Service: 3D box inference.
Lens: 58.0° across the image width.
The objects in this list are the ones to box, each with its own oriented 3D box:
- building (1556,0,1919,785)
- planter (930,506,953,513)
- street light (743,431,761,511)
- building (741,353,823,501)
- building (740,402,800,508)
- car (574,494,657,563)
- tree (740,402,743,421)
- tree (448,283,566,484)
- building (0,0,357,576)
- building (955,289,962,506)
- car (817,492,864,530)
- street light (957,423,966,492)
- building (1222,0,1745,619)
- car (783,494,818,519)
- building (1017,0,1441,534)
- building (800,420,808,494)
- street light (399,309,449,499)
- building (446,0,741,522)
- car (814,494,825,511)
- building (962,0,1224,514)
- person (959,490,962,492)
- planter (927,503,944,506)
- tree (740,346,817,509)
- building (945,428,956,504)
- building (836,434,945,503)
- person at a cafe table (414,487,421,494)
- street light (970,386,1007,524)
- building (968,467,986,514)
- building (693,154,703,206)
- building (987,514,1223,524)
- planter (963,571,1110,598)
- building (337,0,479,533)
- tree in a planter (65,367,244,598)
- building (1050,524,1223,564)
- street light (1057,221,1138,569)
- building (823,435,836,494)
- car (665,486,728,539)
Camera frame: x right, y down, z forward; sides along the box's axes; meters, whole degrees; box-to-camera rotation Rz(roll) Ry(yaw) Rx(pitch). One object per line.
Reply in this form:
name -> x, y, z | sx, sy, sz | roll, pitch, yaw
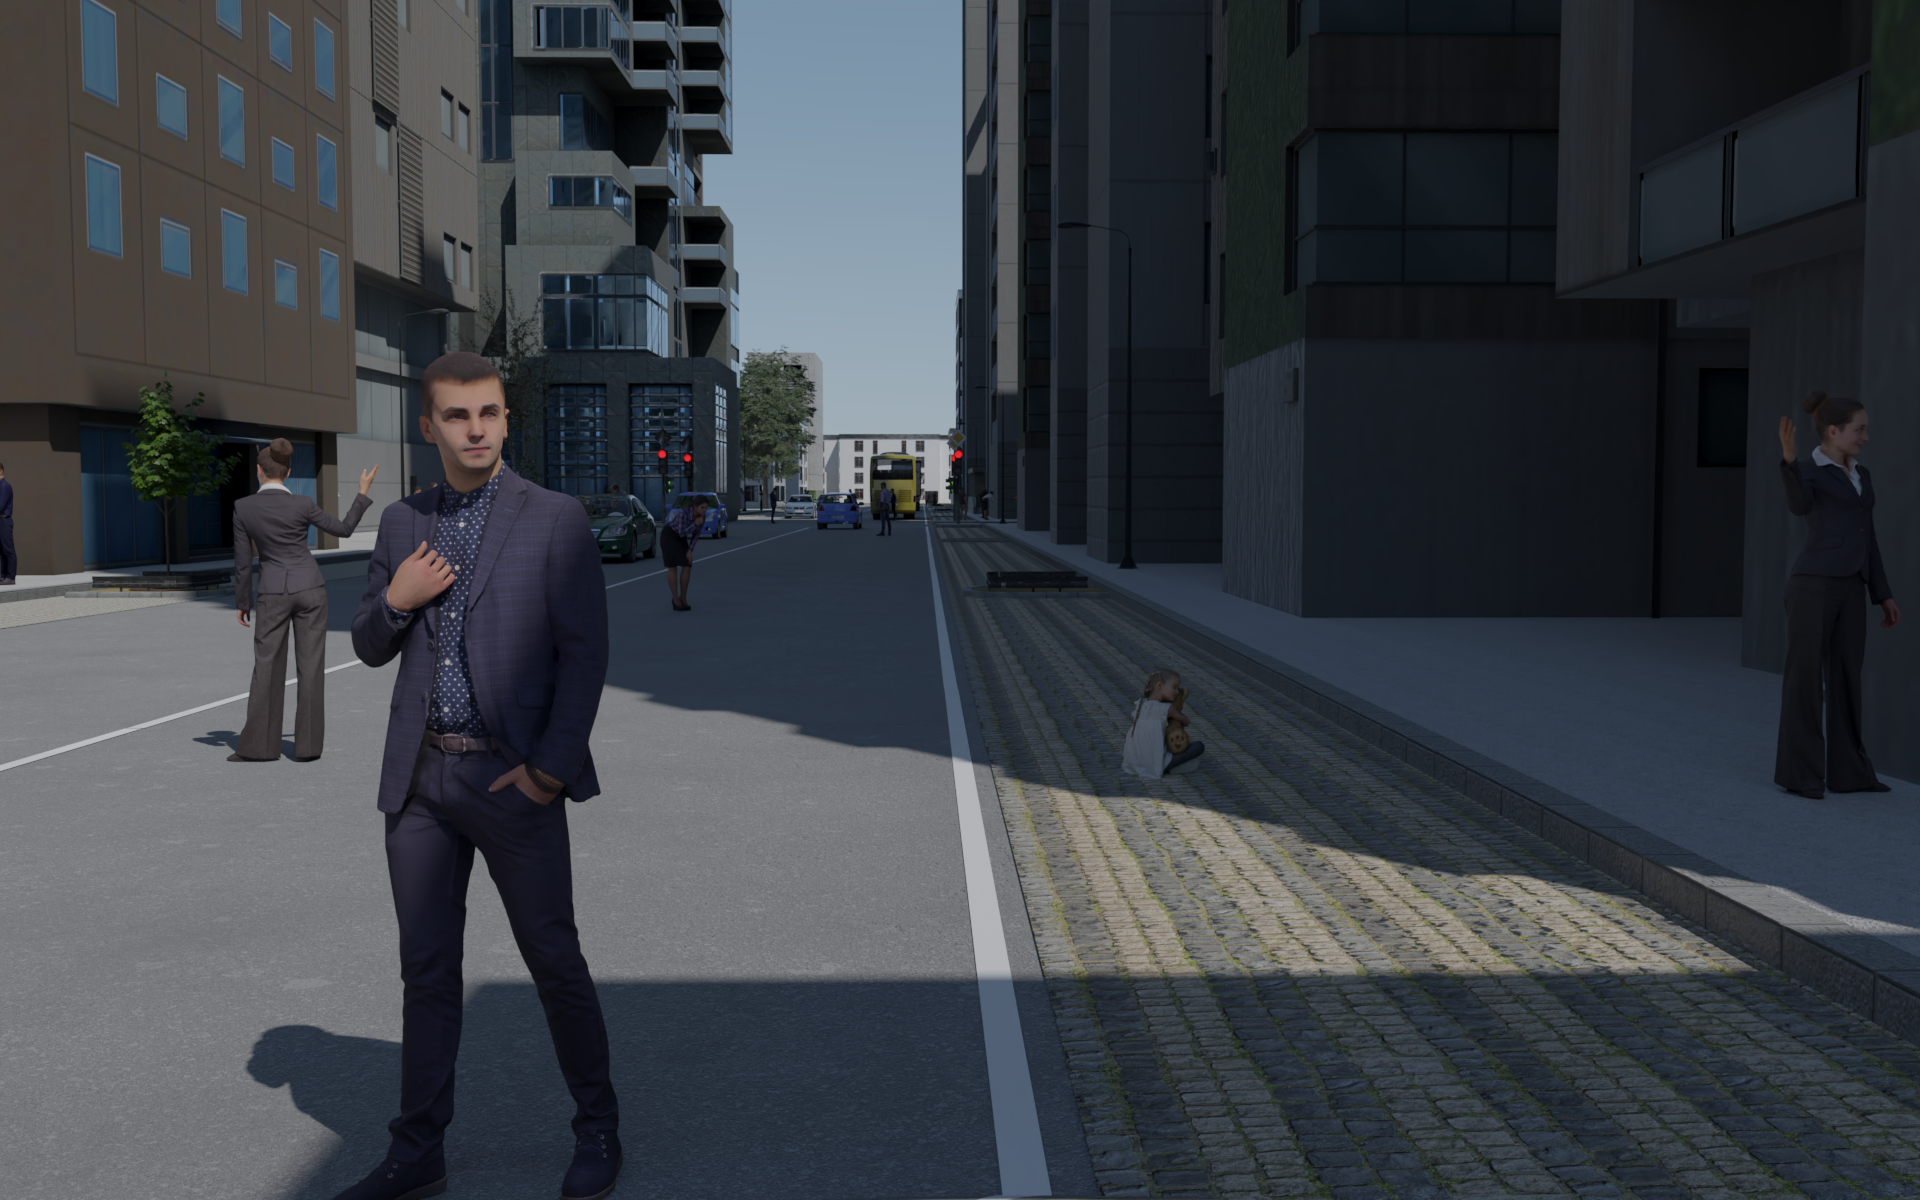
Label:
building -> 11.188, -19.890, 8.790 | 14.154, 41.232, 14.086 | 0, 4, -1
planter -> -1.368, -6.909, 134.094 | 1.991, 0.319, 1.994 | 0, 4, -1
street light -> -15.331, -9.495, 127.783 | 1.470, 5.913, 1.316 | 0, 4, -1
building -> -33.991, -21.904, 224.585 | 31.486, 18.905, 16.747 | 0, 4, -1
building -> -21.715, -14.034, 171.600 | 9.099, 9.664, 28.070 | 0, 4, -1
car -> -7.711, -1.567, 37.423 | 2.131, 1.459, 4.920 | 0, 4, -2
tree -> -16.397, -10.133, 116.038 | 4.737, 8.622, 4.395 | 0, 3, 0
tree -> -15.449, -6.693, 59.788 | 4.360, 8.622, 3.978 | 0, 3, 0
building -> -20.968, -23.383, 32.429 | 14.600, 45.320, 14.200 | 0, 4, -1
building -> 13.401, -21.140, 189.617 | 27.936, 21.610, 32.646 | 0, 4, -1
car -> -4.927, -3.769, 71.221 | 1.945, 1.707, 3.694 | 0, 3, 0
street light -> 0.508, -8.559, 112.479 | 1.470, 5.913, 1.316 | 0, 4, -1
building -> 10.407, -15.432, 24.014 | 14.160, 30.474, 14.107 | 0, 4, -1
car -> -9.286, -5.452, 101.146 | 2.014, 1.417, 4.499 | 0, 4, -2
building -> 9.116, -18.016, 66.261 | 14.160, 30.474, 14.107 | 0, 4, -1
building -> -22.011, -15.751, 199.680 | 9.099, 9.664, 28.070 | 0, 4, -1
street light -> -13.503, -4.344, 43.573 | 1.470, 5.913, 1.316 | 0, 4, -1
building -> -23.104, -47.819, 94.511 | 22.319, 86.520, 31.000 | 0, 4, -1
car -> -10.659, -7.911, 139.124 | 2.009, 1.686, 4.222 | 0, 4, -1
building -> 10.659, -36.693, 141.937 | 21.231, 58.520, 28.212 | 0, 4, -1
person -> 0.018, -9.390, 160.367 | 0.445, 1.727, 0.742 | 0, 4, -8
planter -> -2.456, -9.977, 184.267 | 1.991, 0.319, 1.994 | 0, 4, -1
tree -> -16.807, -14.757, 147.934 | 9.857, 13.997, 8.962 | 0, 3, 0
building -> 3.234, -17.007, 220.210 | 9.099, 9.664, 28.070 | 0, 4, -1
building -> -2.951, -18.609, 246.399 | 28.070, 9.664, 9.099 | 0, 4, -1
person at a cafe table -> -17.051, -2.871, 55.461 | 1.622, 1.524, 1.698 | 0, 4, 4
street light -> 1.308, -6.230, 74.396 | 1.470, 5.913, 1.316 | 0, 4, -1
building -> 16.806, -25.954, 116.236 | 32.217, 40.220, 23.993 | 0, 4, -1
building -> -27.766, -42.225, 128.627 | 20.563, 71.187, 20.611 | 0, 4, -1
building -> 15.818, -33.632, 91.880 | 28.212, 58.520, 21.231 | 0, 4, -1
planter -> 1.040, -0.212, 24.603 | 1.991, 0.319, 1.994 | 0, 4, -1
building -> -32.170, -28.523, 55.592 | 27.495, 52.752, 28.713 | 0, 4, -1
tree in a planter -> -11.297, -1.676, 24.622 | 1.991, 3.239, 1.994 | 0, 4, -1
building -> 12.901, -30.726, 44.362 | 21.231, 58.520, 28.212 | 0, 4, -1
street light -> 2.352, -3.492, 29.630 | 1.470, 5.913, 1.316 | 0, 4, -1
building -> -30.998, -18.526, 245.040 | 28.070, 9.664, 9.099 | 0, 4, -1
car -> -8.514, -2.843, 56.077 | 1.945, 1.707, 3.694 | 0, 4, -2
